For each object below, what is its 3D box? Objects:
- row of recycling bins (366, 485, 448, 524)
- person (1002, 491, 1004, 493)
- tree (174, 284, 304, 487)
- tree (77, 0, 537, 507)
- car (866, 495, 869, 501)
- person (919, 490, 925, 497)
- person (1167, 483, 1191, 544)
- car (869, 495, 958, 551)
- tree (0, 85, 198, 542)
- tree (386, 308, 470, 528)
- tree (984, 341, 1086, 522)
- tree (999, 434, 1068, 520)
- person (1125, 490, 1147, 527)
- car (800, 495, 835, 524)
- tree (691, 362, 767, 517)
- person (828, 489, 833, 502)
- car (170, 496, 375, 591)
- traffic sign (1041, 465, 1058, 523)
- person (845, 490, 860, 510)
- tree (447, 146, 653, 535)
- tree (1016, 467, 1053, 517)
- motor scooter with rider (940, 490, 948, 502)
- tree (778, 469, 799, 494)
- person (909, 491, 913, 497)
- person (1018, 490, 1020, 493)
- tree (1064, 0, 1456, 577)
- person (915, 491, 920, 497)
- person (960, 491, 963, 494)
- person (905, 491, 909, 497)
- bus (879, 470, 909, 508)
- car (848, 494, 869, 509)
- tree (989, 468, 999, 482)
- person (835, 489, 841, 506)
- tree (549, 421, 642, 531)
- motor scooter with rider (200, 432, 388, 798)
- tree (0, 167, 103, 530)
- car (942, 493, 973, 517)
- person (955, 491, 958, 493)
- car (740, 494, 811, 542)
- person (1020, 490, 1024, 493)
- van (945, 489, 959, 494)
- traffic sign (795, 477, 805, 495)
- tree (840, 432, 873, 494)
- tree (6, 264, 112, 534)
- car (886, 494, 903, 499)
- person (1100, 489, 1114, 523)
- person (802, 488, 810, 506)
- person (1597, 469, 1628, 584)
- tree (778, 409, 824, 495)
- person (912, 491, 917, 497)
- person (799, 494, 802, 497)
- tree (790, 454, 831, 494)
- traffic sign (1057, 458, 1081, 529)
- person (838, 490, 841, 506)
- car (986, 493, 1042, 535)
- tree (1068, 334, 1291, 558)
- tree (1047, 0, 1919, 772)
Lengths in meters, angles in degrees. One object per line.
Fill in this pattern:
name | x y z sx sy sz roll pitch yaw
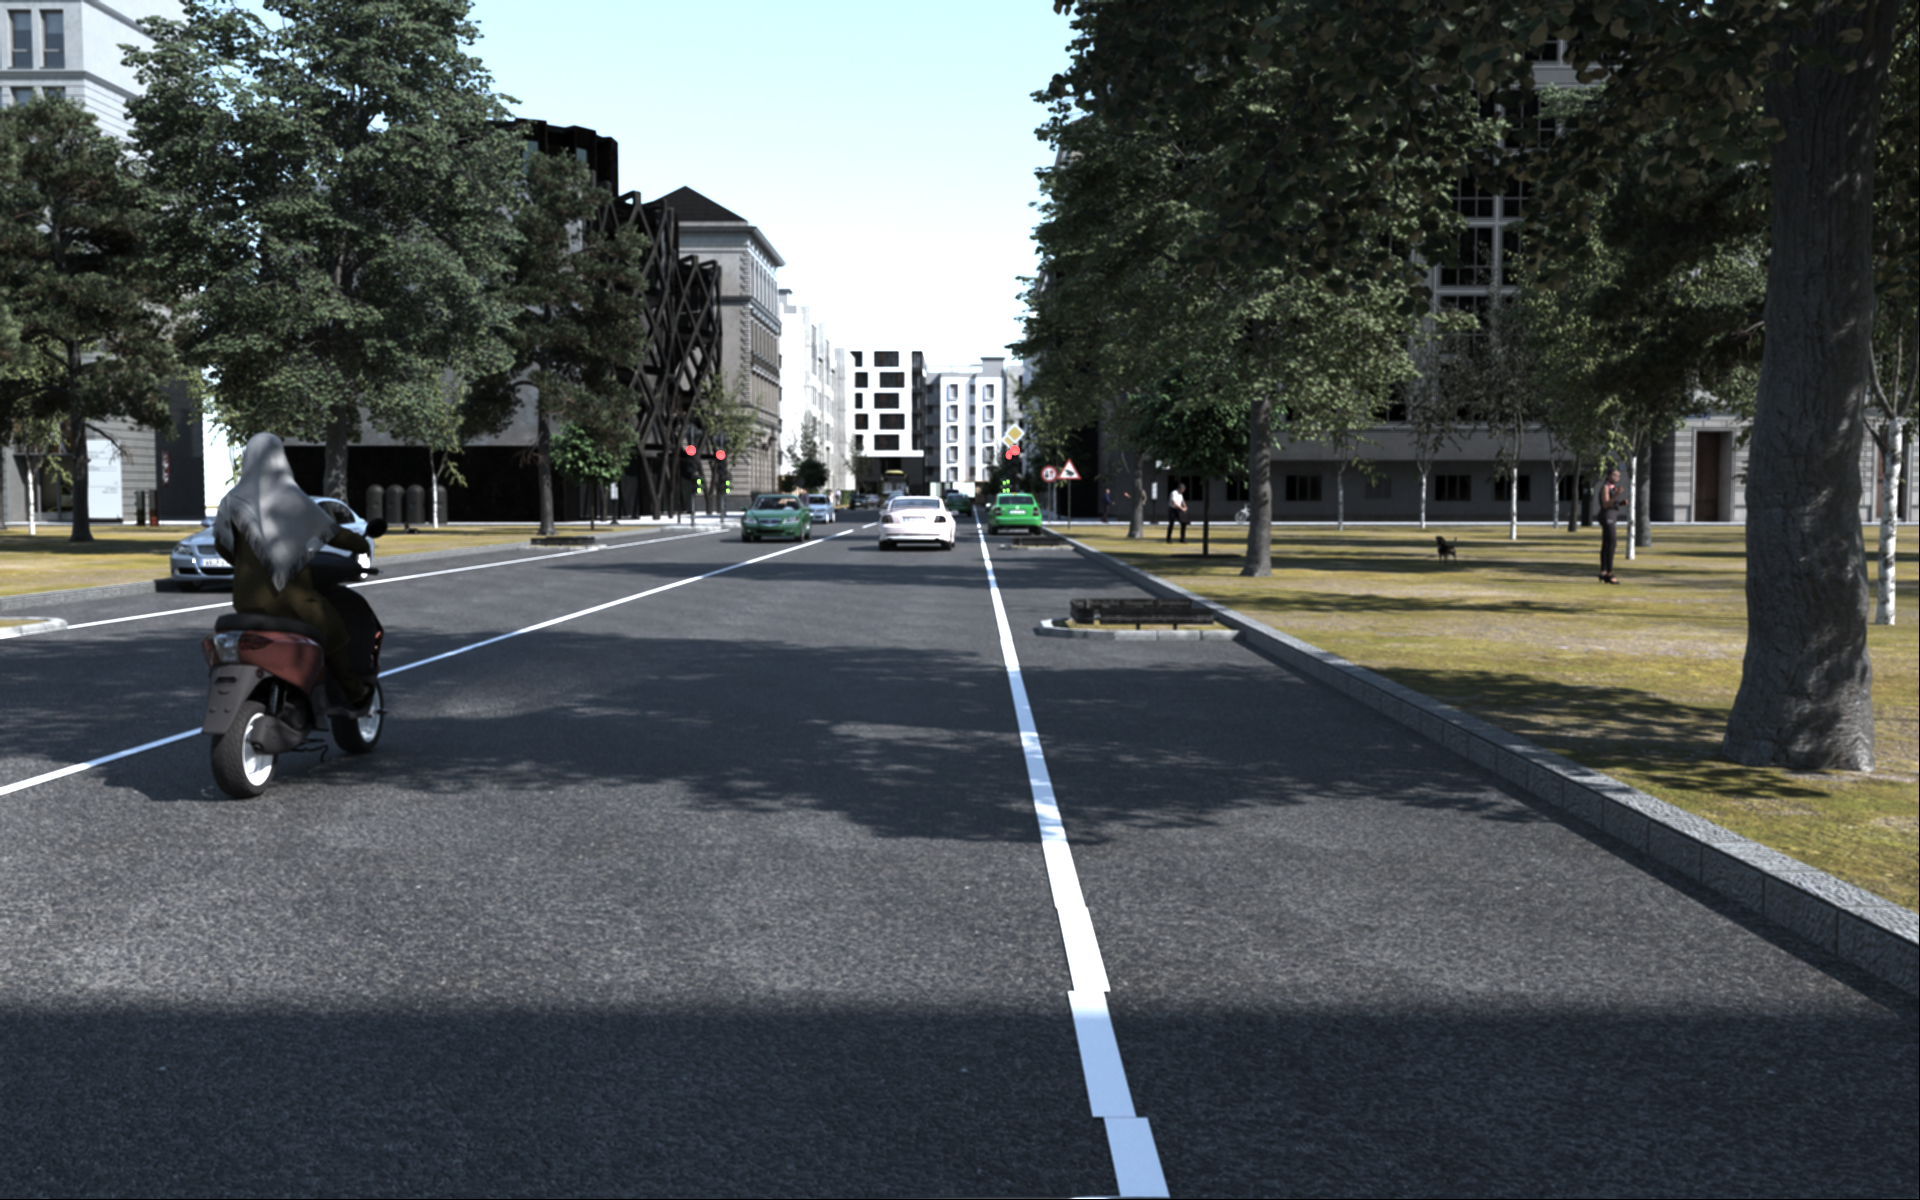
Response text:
row of recycling bins | -24.041 -4.168 75.267 3.534 1.692 1.069 0 4 1
person | 5.183 -12.012 203.162 0.721 1.735 1.217 0 4 4
tree | -23.741 -6.537 57.242 4.737 8.622 4.395 0 3 0
tree | -13.764 -8.020 37.784 9.857 13.997 8.962 0 3 0
car | -9.588 -10.762 188.318 2.083 1.381 4.827 0 4 0
person | -3.039 -7.780 136.252 0.990 1.755 0.434 -3 5 -42
person | 5.667 -2.240 44.874 0.590 1.554 0.614 3 4 38
car | -1.095 -2.016 45.323 2.083 1.381 4.827 0 4 2
tree | -23.826 -7.619 46.629 6.751 12.117 7.091 0 3 0
tree | -19.605 -7.024 65.204 4.737 8.622 4.395 0 3 0
tree | 4.219 -7.948 80.315 4.737 8.622 4.395 0 3 0
tree | 4.964 -6.339 87.349 4.285 4.588 4.351 0 3 0
person | 6.866 -3.750 67.891 0.750 1.759 0.617 -3 5 -41
car | -7.186 -4.463 84.968 2.014 1.417 4.499 0 4 2
tree | -13.000 -8.987 97.298 4.737 8.622 4.395 0 3 0
person | -12.381 -9.727 165.742 0.621 1.740 0.551 -1 4 -11
car | -10.620 -0.921 27.057 2.014 1.417 4.499 0 4 1
traffic sign | 3.961 -4.693 76.829 0.768 2.556 0.104 0 4 7
person | -9.417 -8.787 152.147 1.348 1.826 0.705 -1 4 -11
tree | -12.953 -8.056 53.776 6.751 12.117 7.091 0 3 0
tree | 4.429 -6.282 97.310 1.663 3.219 1.824 0 3 0
motor scooter with rider | -0.901 -6.670 118.023 0.876 1.779 1.986 0 4 -1
tree | -12.775 -8.287 130.099 1.663 3.219 1.824 0 3 0
person | -6.026 -12.449 212.038 0.705 1.824 1.348 -2 4 -34
person | 6.004 -10.203 174.336 0.415 1.643 0.593 -2 4 -31
tree | 4.734 -6.668 27.152 7.486 12.596 7.792 0 3 0
person | -4.233 -10.386 179.023 1.217 1.736 0.721 -1 4 -14
person | 0.168 -12.220 208.387 1.348 1.812 0.705 1 4 8
person | -4.739 -8.769 152.799 0.530 1.710 0.541 -2 4 -34
bus | -6.811 -11.685 182.598 2.896 3.916 12.252 0 4 0
car | -9.750 -9.631 167.259 2.009 1.686 4.222 0 4 0
tree | 5.109 -12.518 188.374 4.285 4.588 4.351 0 3 0
person | -12.897 -10.833 183.034 0.709 1.838 0.599 -1 4 -22
tree | -12.922 -4.738 61.179 4.285 4.588 4.351 0 3 0
motor scooter with rider | -3.333 0.013 8.755 0.876 1.779 1.986 0 4 2
tree | -34.132 -9.427 61.553 7.806 13.903 7.818 0 3 0
car | -0.150 -6.233 110.705 1.959 1.807 4.718 0 4 0
person | -0.279 -9.065 157.386 0.551 1.740 0.621 0 4 -7
car | -5.566 -2.508 52.804 2.131 1.459 4.920 0 4 -1
person | 5.484 -9.062 154.077 0.709 1.838 0.599 -1 4 -21
van | -0.982 -12.971 216.467 2.240 2.365 5.245 0 4 2
traffic sign | -11.825 -7.808 127.764 0.768 2.556 0.104 0 4 6
tree | -11.838 -15.299 200.495 4.360 8.622 3.978 0 3 0
tree | -29.247 -6.387 54.784 4.737 8.622 4.395 0 3 0
car | -5.837 -9.226 159.645 1.959 1.807 4.718 0 4 -1
person | 6.572 -4.179 77.070 0.600 1.496 0.574 1 4 12
person | -7.202 -4.366 80.798 0.530 1.710 0.541 2 4 34
person | 9.385 -1.061 24.864 0.415 1.643 0.593 -1 4 -15
tree | -13.252 -11.966 146.005 4.360 8.622 3.978 0 3 0
person | -5.901 -12.861 218.792 1.348 1.822 0.705 -3 5 -42
person | -8.080 -4.792 90.041 0.799 1.438 0.628 0 4 2
tree | -12.151 -9.593 140.551 4.285 4.588 4.351 0 3 0
traffic sign | 3.960 -3.844 62.851 0.884 2.594 0.081 0 4 6
person | -13.332 -11.258 190.776 0.551 1.740 0.621 1 4 16
car | 1.919 -3.235 61.686 1.959 1.807 4.718 0 4 -1
tree | 5.086 -3.160 35.387 4.285 4.588 4.351 0 3 0
tree | 4.172 -6.195 7.944 9.857 13.997 8.962 0 3 0
